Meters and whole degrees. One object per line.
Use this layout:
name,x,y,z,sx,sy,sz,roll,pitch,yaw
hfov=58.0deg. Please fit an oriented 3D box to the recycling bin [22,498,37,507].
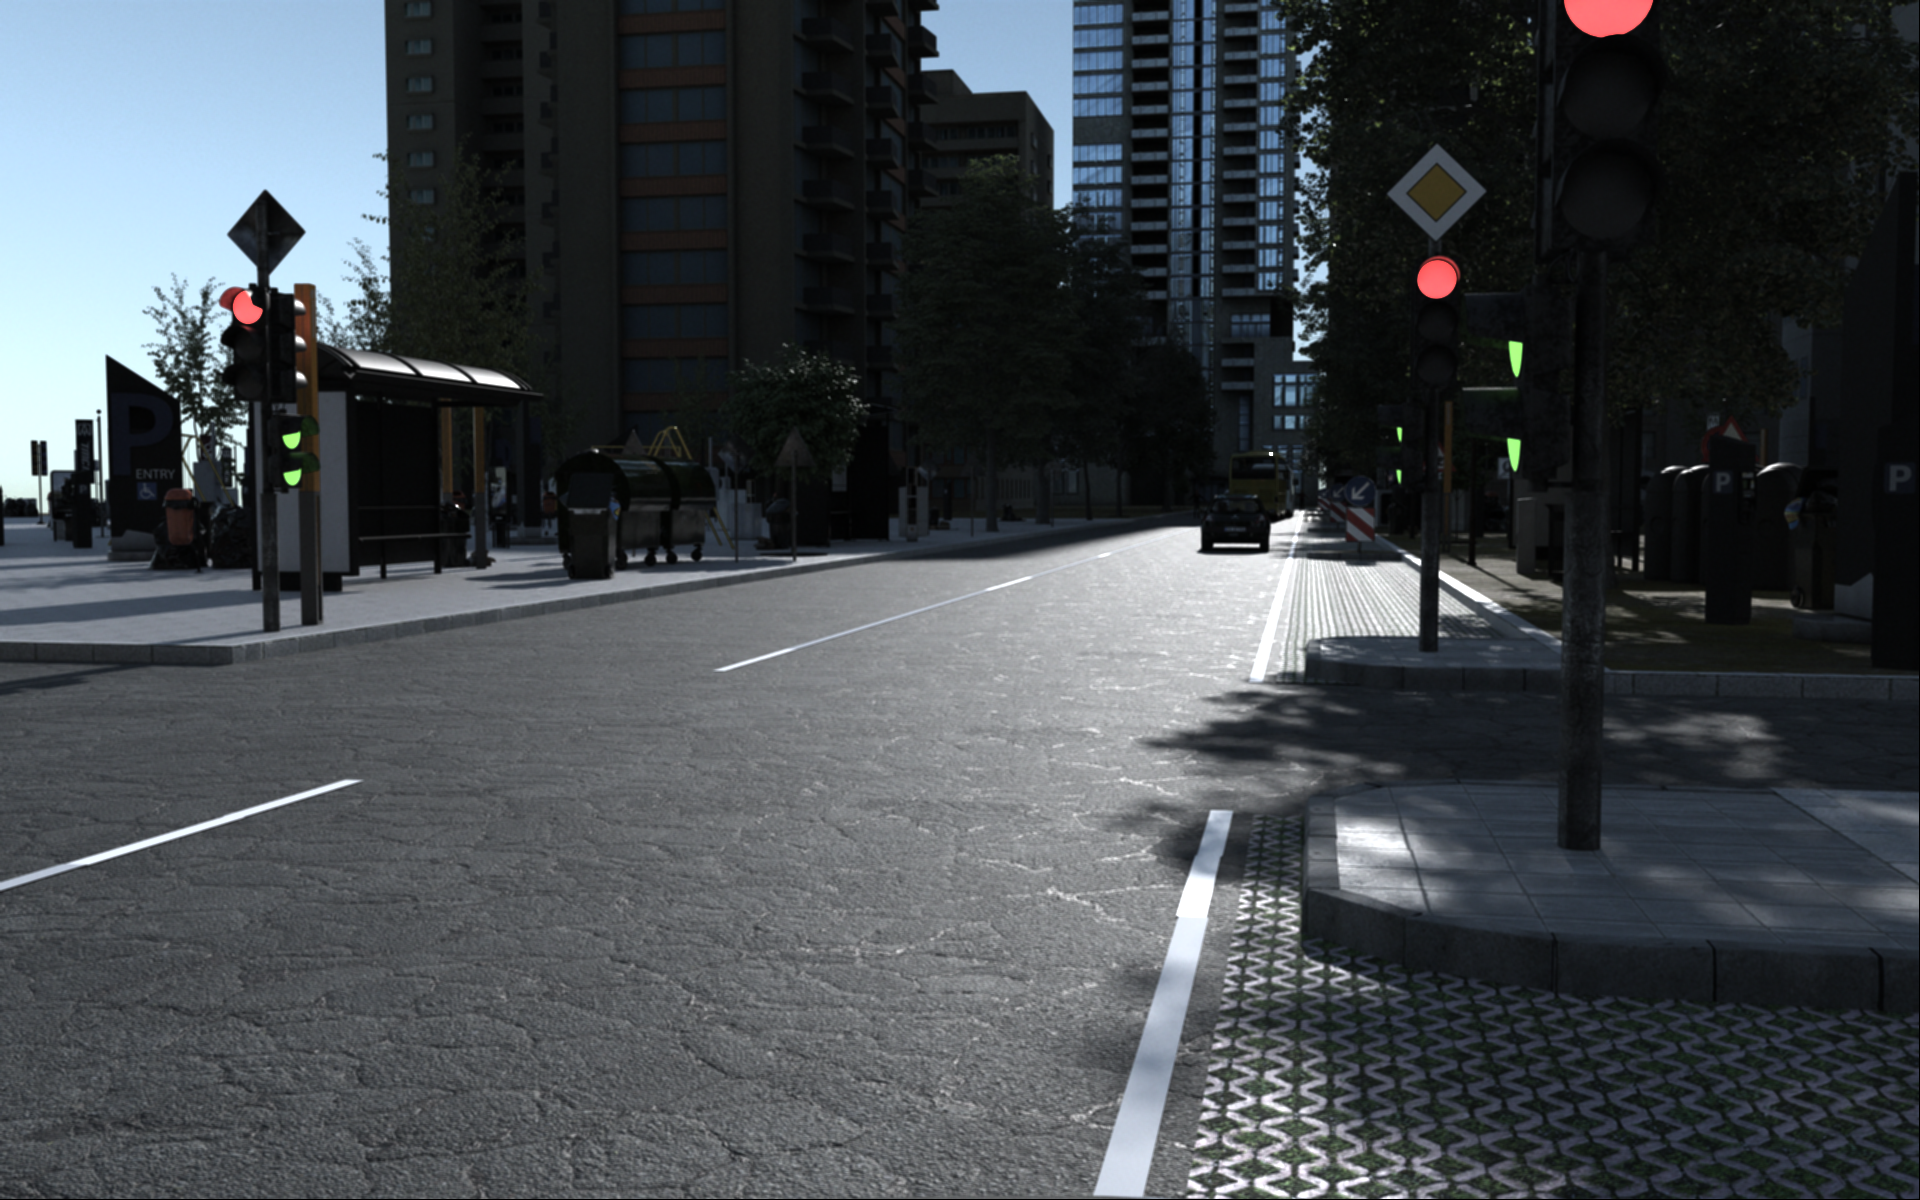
recycling bin,-53.181,-5.272,98.743,0.722,1.027,0.722,1,4,18

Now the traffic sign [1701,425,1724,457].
traffic sign,14.099,-1.954,32.056,0.768,2.556,0.104,1,4,21

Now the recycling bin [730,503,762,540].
recycling bin,-5.991,-2.198,48.497,0.722,1.027,0.722,1,4,11

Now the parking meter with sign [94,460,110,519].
parking meter with sign,-43.497,-5.671,88.989,1.738,3.016,0.543,0,4,-6

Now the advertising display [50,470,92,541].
advertising display,-24.252,-2.572,47.265,0.974,1.923,0.123,-3,4,-38

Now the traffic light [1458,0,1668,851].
traffic light,2.233,-1.056,6.187,0.839,4.253,0.868,1,4,11

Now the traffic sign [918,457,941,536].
traffic sign,-0.969,-3.192,53.377,0.795,2.450,0.064,1,4,13

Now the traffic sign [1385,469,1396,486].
traffic sign,21.430,-5.297,86.710,0.768,2.556,0.104,1,4,18

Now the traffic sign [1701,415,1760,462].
traffic sign,12.720,-1.752,28.644,0.884,2.594,0.081,1,4,20

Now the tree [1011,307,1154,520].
tree,6.052,-9.183,84.553,7.601,10.594,8.767,2,4,31

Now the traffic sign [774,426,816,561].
traffic sign,-3.171,-2.027,33.144,0.884,2.594,0.081,1,4,20

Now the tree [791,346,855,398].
tree,-7.254,-8.240,85.091,4.737,8.622,4.395,0,3,0

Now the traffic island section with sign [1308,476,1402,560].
traffic island section with sign,8.703,-1.811,38.239,1.989,1.847,2.006,1,4,11

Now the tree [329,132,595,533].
tree,-10.721,-5.242,36.067,4.737,8.622,4.395,0,3,0

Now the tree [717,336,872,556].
tree,-3.431,-3.216,36.294,4.285,4.588,4.351,0,3,0

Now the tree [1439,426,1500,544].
tree,12.906,-3.089,45.115,1.663,3.219,1.824,0,3,0

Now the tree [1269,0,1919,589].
tree,8.674,-7.131,23.240,9.857,13.997,8.962,0,3,0

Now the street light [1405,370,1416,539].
street light,13.024,-4.704,49.700,0.468,5.910,1.993,1,4,11

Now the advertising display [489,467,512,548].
advertising display,-10.936,-2.203,41.226,0.123,1.923,0.974,-3,4,-38

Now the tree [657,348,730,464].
tree,-13.605,-8.421,88.048,4.737,8.622,4.395,0,3,0

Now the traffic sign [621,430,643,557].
traffic sign,-6.653,-2.156,35.253,0.884,2.594,0.081,1,4,21

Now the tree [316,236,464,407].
tree,-16.067,-6.011,48.637,4.360,8.622,3.978,0,3,0

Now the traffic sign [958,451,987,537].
traffic sign,0.369,-3.191,52.180,0.884,2.594,0.081,1,4,17

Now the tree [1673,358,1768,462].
tree,36.074,-8.054,82.052,4.737,8.622,4.395,0,3,0

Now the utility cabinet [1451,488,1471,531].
utility cabinet,17.094,-3.116,59.620,0.318,1.500,1.173,-1,4,-22

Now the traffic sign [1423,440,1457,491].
traffic sign,11.419,-2.535,41.456,0.884,2.594,0.081,1,4,19

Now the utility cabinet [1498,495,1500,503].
utility cabinet,23.579,-4.051,77.402,1.020,1.237,0.306,0,4,7

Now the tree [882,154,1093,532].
tree,0.843,-8.573,58.292,7.486,12.596,7.792,0,3,0

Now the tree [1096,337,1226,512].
tree,14.975,-12.769,125.775,9.611,12.733,9.660,0,3,0

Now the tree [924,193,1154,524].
tree,3.437,-10.216,73.681,9.857,13.997,8.962,0,3,0

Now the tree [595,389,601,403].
tree,-18.623,-7.804,77.957,4.737,8.622,4.395,0,3,0

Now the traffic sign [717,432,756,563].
traffic sign,-4.180,-1.908,32.377,0.795,2.450,0.064,1,4,18

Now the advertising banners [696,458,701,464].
advertising banners,-13.376,-5.386,84.241,0.090,3.025,2.074,3,5,42

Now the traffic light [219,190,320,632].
traffic light,-6.407,-1.659,16.043,0.839,4.253,0.868,1,4,11

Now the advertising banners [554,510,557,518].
advertising banners,-22.710,-6.002,94.320,2.074,3.025,0.090,-1,4,-9

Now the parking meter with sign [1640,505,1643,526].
parking meter with sign,26.631,-4.498,69.806,1.738,3.016,0.543,3,5,42

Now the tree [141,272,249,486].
tree,-25.284,-6.595,58.193,4.737,8.622,4.395,0,3,0

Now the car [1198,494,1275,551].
car,7.163,-2.149,44.917,2.009,1.686,4.222,1,4,10

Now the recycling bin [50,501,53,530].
recycling bin,-32.215,-3.043,62.300,0.722,1.027,0.722,0,4,-3

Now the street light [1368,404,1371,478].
street light,20.525,-6.975,86.837,0.468,5.910,1.993,1,4,11

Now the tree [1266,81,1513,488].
tree,19.843,-13.543,77.311,12.611,20.169,13.585,0,3,0

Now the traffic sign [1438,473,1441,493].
traffic sign,13.719,-2.912,49.741,0.606,2.300,0.079,1,4,19

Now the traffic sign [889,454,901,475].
traffic sign,-2.097,-2.990,48.886,0.884,2.594,0.081,1,4,14

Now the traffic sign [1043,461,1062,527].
traffic sign,3.588,-4.102,67.166,0.768,2.556,0.104,1,4,20

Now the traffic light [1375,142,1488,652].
traffic light,3.805,-1.535,14.017,0.839,4.253,0.868,1,4,11

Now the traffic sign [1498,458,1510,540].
traffic sign,15.407,-2.845,48.646,0.606,2.300,0.079,1,4,13

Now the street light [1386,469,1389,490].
street light,16.842,-5.837,68.229,0.468,5.910,1.993,1,4,11

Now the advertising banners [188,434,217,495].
advertising banners,-22.579,-3.313,50.351,0.090,3.025,2.074,3,5,41

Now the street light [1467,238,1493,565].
street light,9.248,-3.568,31.120,0.468,5.910,1.993,1,4,11

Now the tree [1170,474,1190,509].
tree,18.867,-9.493,149.804,1.663,3.219,1.824,0,3,0
